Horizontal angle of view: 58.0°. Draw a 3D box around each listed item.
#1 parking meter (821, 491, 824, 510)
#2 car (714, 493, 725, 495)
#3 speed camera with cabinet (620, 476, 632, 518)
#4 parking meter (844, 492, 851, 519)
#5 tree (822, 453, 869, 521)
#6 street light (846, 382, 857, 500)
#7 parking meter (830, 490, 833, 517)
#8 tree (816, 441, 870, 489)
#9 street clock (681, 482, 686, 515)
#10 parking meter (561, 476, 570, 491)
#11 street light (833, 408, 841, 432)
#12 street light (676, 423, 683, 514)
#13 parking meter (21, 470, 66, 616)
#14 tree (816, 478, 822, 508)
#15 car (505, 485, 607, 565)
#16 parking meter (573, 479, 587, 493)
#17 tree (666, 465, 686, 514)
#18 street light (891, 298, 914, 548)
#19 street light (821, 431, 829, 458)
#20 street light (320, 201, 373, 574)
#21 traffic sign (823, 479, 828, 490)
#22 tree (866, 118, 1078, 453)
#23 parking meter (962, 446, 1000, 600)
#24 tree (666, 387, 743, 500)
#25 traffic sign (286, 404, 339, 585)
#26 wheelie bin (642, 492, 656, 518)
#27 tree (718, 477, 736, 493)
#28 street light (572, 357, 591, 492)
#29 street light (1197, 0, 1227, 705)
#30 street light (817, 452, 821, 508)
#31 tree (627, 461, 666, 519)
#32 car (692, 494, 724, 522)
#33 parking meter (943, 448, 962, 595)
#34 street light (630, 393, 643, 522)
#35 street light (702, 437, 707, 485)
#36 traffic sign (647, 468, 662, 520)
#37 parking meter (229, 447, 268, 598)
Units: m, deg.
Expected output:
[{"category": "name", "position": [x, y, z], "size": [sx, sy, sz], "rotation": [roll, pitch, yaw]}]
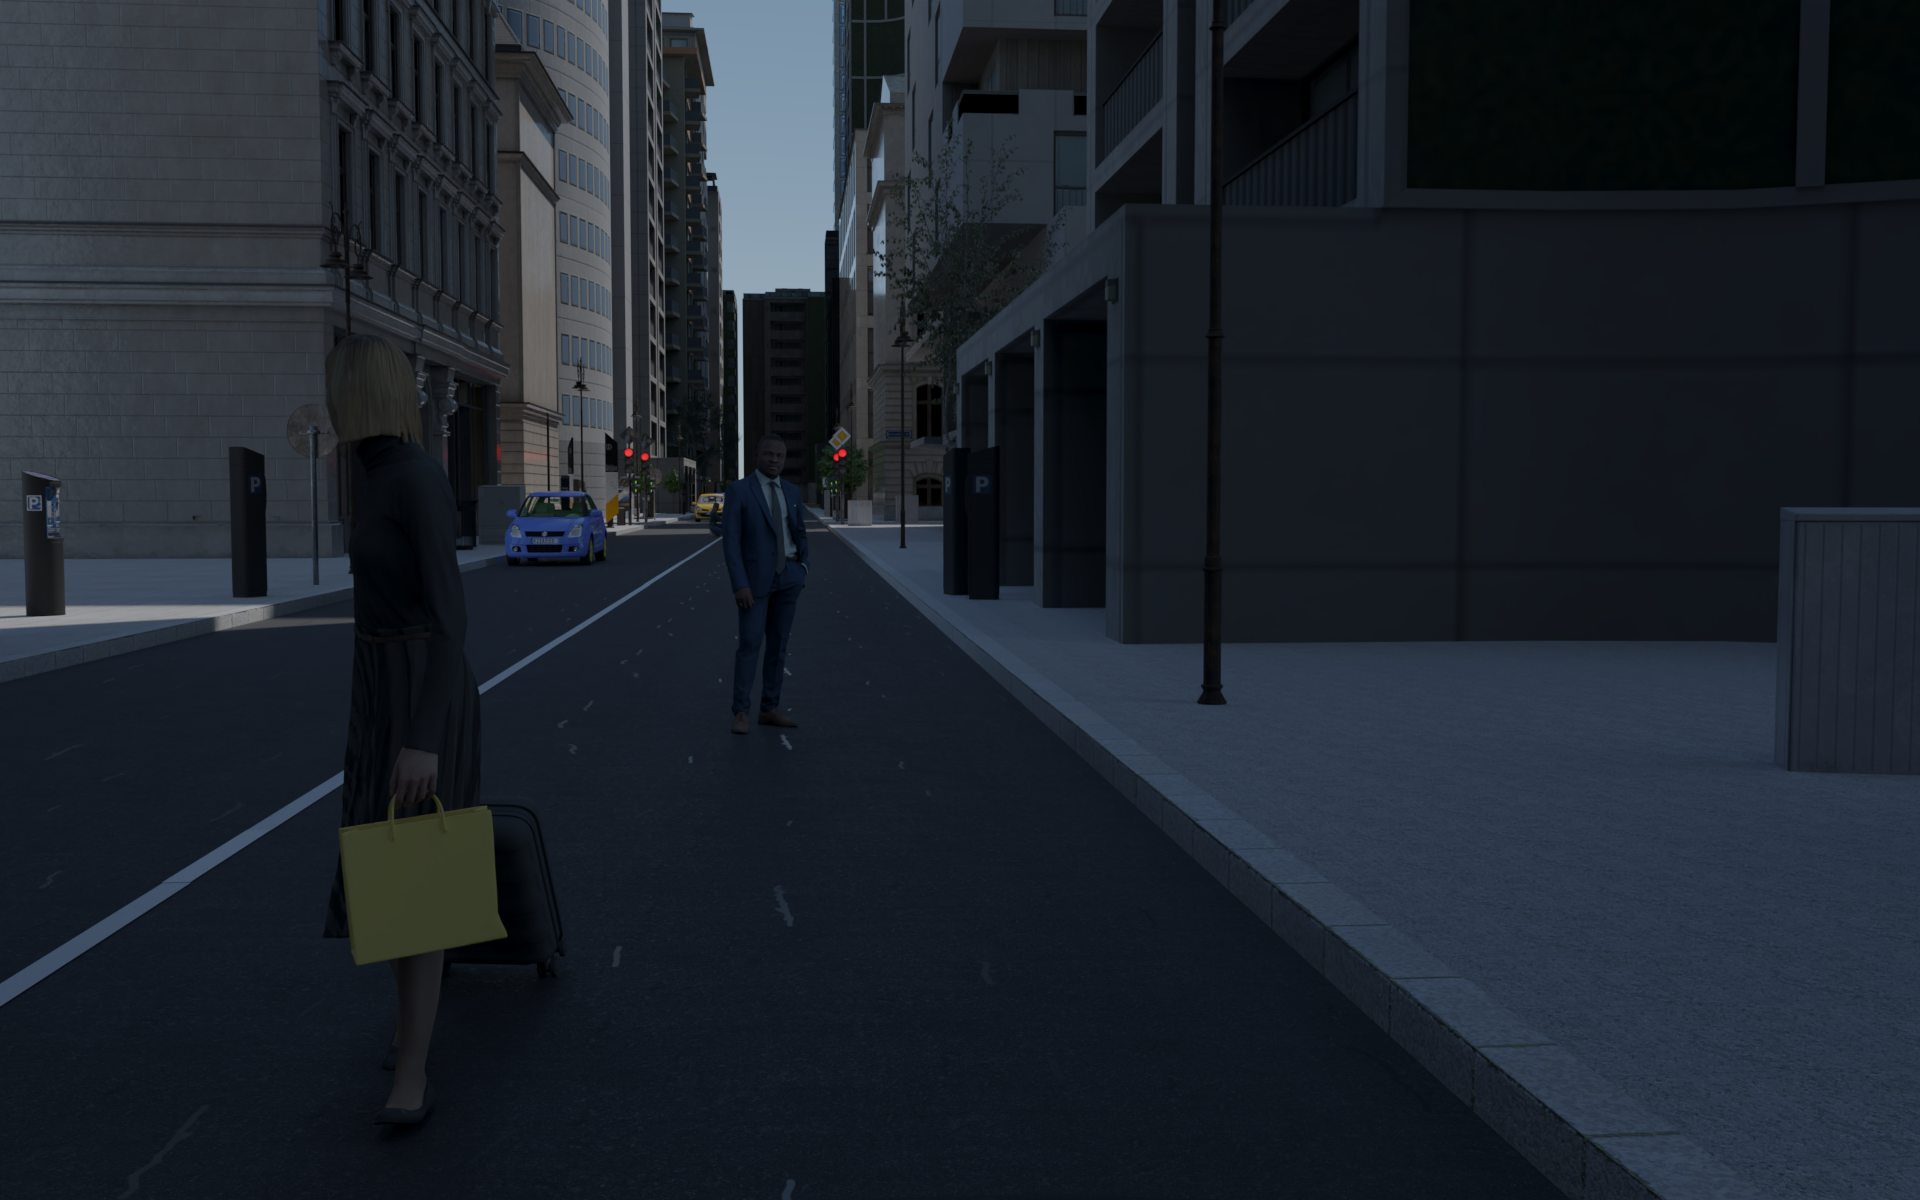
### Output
[{"category": "parking meter", "position": [-11.123, -8.278, 141.061], "size": [0.255, 1.863, 0.399], "rotation": [-3, 4, -36]}, {"category": "car", "position": [-14.457, -5.852, 105.264], "size": [1.945, 1.707, 3.694], "rotation": [0, 4, -6]}, {"category": "speed camera with cabinet", "position": [-17.601, -5.900, 90.798], "size": [0.660, 3.252, 2.038], "rotation": [-1, 4, -18]}, {"category": "parking meter", "position": [-5.783, -5.097, 89.050], "size": [0.399, 1.863, 0.255], "rotation": [2, 4, 33]}, {"category": "tree", "position": [-5.372, -5.363, 82.279], "size": [1.663, 3.219, 1.824], "rotation": [0, 3, 0]}, {"category": "street light", "position": [-4.466, -6.024, 71.276], "size": [0.468, 5.910, 1.993], "rotation": [0, 4, -6]}, {"category": "parking meter", "position": [-7.036, -5.365, 96.136], "size": [0.372, 1.533, 0.369], "rotation": [0, 3, 0]}, {"category": "tree", "position": [-6.781, -7.182, 101.140], "size": [4.285, 4.588, 4.351], "rotation": [0, 3, 0]}, {"category": "street clock", "position": [-17.160, -6.301, 107.588], "size": [0.358, 2.002, 0.471], "rotation": [-1, 4, -19]}, {"category": "parking meter", "position": [-12.438, -2.990, 54.605], "size": [0.255, 1.863, 0.399], "rotation": [-1, 4, -9]}, {"category": "street light", "position": [-6.613, -7.364, 93.191], "size": [0.468, 5.910, 1.993], "rotation": [0, 4, -6]}, {"category": "street light", "position": [-17.897, -8.426, 110.545], "size": [0.468, 5.910, 1.993], "rotation": [0, 4, -6]}, {"category": "parking meter", "position": [-9.677, -0.604, 18.290], "size": [0.372, 1.533, 0.369], "rotation": [0, 3, 0]}, {"category": "tree", "position": [-8.491, -7.341, 114.625], "size": [1.663, 3.219, 1.824], "rotation": [0, 3, 0]}, {"category": "car", "position": [-8.351, -1.611, 35.938], "size": [1.945, 1.707, 3.694], "rotation": [0, 4, -5]}, {"category": "parking meter", "position": [-15.063, -3.862, 68.849], "size": [0.399, 1.863, 0.255], "rotation": [0, 4, 2]}, {"category": "tree", "position": [-18.764, -7.289, 113.773], "size": [1.663, 3.219, 1.824], "rotation": [0, 3, 0]}, {"category": "street light", "position": [-1.350, -4.159, 40.790], "size": [0.468, 5.910, 1.993], "rotation": [0, 4, -6]}, {"category": "street light", "position": [-9.510, -9.236, 123.799], "size": [0.468, 5.910, 1.993], "rotation": [0, 4, -6]}, {"category": "street light", "position": [-9.762, -3.359, 27.707], "size": [0.468, 5.910, 1.993], "rotation": [0, 4, -6]}, {"category": "traffic sign", "position": [-8.039, -6.306, 105.229], "size": [0.606, 2.300, 0.079], "rotation": [0, 4, -3]}, {"category": "tree", "position": [0.151, -5.179, 35.047], "size": [4.360, 8.622, 3.978], "rotation": [0, 3, 0]}, {"category": "parking meter", "position": [0.273, -0.940, 21.078], "size": [0.399, 1.863, 0.255], "rotation": [1, 4, 10]}, {"category": "tree", "position": [-22.273, -13.136, 149.178], "size": [8.767, 10.594, 7.601], "rotation": [2, 4, 27]}, {"category": "traffic sign", "position": [-9.100, -1.486, 24.399], "size": [0.768, 2.556, 0.104], "rotation": [0, 4, 0]}, {"category": "wheelie bin", "position": [-16.988, -5.307, 94.683], "size": [0.693, 1.594, 0.980], "rotation": [-2, 4, -24]}, {"category": "tree", "position": [-26.419, -12.237, 194.682], "size": [1.663, 3.219, 1.824], "rotation": [0, 3, 0]}, {"category": "street light", "position": [-12.798, -5.249, 58.613], "size": [0.468, 5.910, 1.993], "rotation": [0, 4, -6]}, {"category": "street light", "position": [1.543, -2.302, 10.432], "size": [0.468, 5.910, 1.993], "rotation": [0, 4, -6]}, {"category": "street light", "position": [-12.450, -11.093, 154.152], "size": [0.468, 5.910, 1.993], "rotation": [0, 4, -6]}, {"category": "tree", "position": [-16.225, -5.753, 88.657], "size": [1.663, 3.219, 1.824], "rotation": [0, 3, 0]}, {"category": "car", "position": [-12.820, -4.853, 89.564], "size": [2.015, 1.641, 3.980], "rotation": [0, 4, -7]}, {"category": "parking meter", "position": [-0.041, -1.000, 22.063], "size": [0.255, 1.863, 0.399], "rotation": [-1, 4, -21]}, {"category": "street light", "position": [-14.839, -6.531, 79.577], "size": [0.468, 5.910, 1.993], "rotation": [0, 4, -6]}, {"category": "street light", "position": [-20.821, -10.282, 140.900], "size": [0.468, 5.910, 1.993], "rotation": [0, 4, -6]}, {"category": "traffic sign", "position": [-15.127, -5.238, 85.746], "size": [0.768, 2.556, 0.104], "rotation": [0, 4, 3]}, {"category": "parking meter", "position": [-8.860, -0.970, 21.579], "size": [0.255, 1.863, 0.399], "rotation": [1, 4, 20]}]
